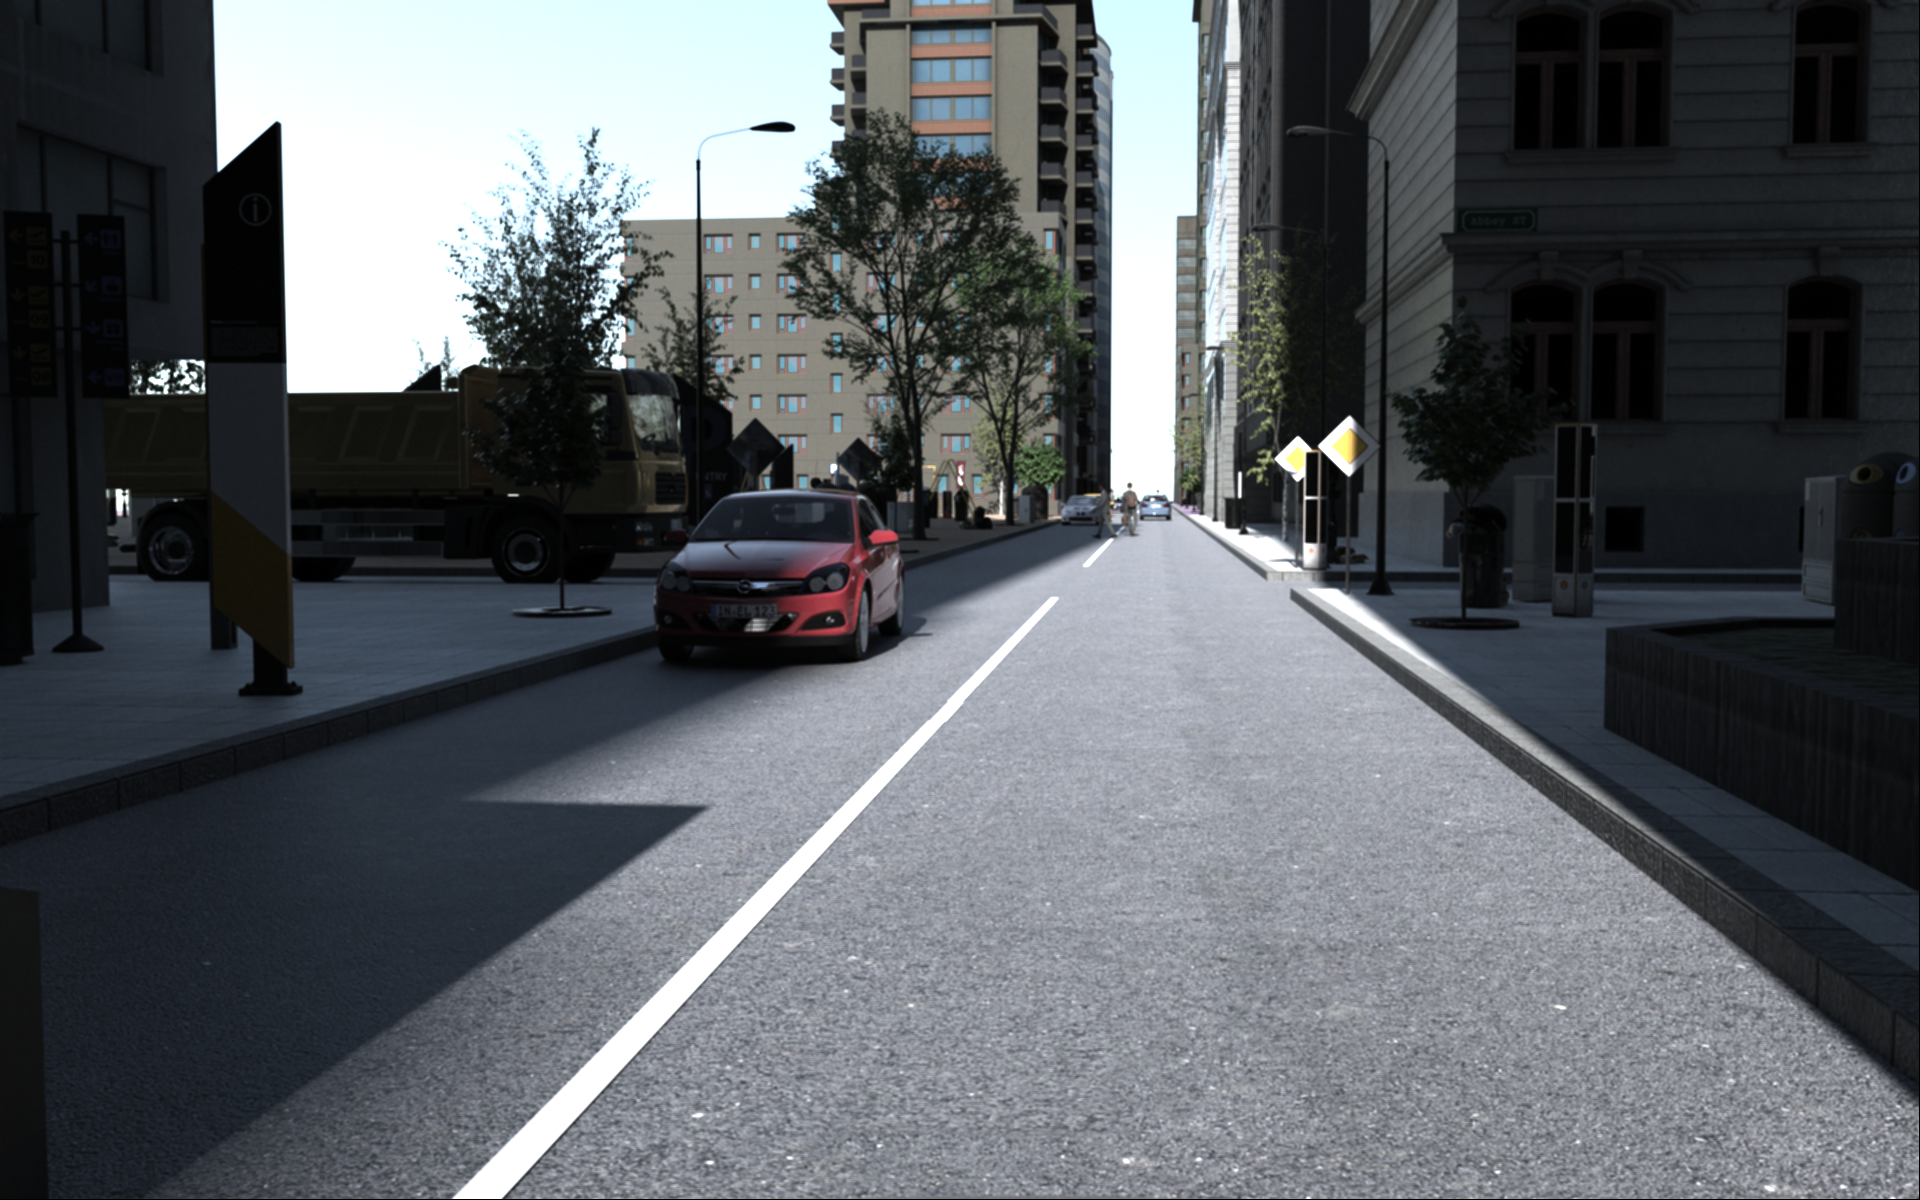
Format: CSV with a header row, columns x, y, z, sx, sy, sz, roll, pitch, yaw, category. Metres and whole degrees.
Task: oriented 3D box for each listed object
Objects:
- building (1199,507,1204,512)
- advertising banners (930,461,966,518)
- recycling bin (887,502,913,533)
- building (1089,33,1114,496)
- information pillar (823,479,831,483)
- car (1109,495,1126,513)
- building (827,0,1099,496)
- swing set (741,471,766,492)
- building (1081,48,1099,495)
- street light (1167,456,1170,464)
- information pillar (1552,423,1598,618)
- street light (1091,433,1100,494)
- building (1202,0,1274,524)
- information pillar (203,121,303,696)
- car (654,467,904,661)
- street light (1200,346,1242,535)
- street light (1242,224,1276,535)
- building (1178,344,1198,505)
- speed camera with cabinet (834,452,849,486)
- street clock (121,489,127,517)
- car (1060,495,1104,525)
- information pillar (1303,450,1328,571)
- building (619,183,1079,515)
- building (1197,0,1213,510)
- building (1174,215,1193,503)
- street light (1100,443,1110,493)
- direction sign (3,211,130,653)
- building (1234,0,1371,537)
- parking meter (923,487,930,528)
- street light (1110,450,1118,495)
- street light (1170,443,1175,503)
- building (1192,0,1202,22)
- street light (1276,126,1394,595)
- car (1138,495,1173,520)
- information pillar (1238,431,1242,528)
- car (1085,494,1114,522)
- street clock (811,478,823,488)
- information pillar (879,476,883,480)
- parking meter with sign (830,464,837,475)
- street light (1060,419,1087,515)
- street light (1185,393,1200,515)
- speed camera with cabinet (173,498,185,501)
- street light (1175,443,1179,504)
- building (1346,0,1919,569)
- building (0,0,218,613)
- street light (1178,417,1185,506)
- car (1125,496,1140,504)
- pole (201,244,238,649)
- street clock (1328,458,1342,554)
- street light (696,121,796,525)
x,y,z,sx,sy,sz,roll,pitch,yaw,category
28.190,-42.078,126.222,20.563,71.187,20.611,0,4,6,building
-0.695,-5.852,91.875,2.074,3.025,0.090,1,4,12,advertising banners
-1.947,-2.711,56.874,0.722,1.027,0.722,1,4,14,recycling bin
8.227,-41.324,217.639,21.231,58.520,28.212,0,4,6,building
-6.421,-4.841,83.637,0.304,2.012,0.304,1,4,17,information pillar
11.798,-7.374,133.142,1.945,1.354,3.894,0,4,8,car
0.661,-30.332,150.547,22.147,44.769,28.867,0,4,6,building
-13.940,-6.615,105.783,3.119,2.851,2.862,-2,4,-31,swing set
6.014,-31.906,171.777,14.600,45.320,14.200,0,4,6,building
22.600,-12.732,180.710,1.470,5.913,1.316,0,4,6,street light
6.418,-0.832,18.092,0.304,2.012,0.304,-2,4,-33,information pillar
9.703,-9.734,131.684,1.470,5.913,1.316,0,4,6,street light
18.491,-19.036,88.738,11.434,29.767,29.804,0,4,6,building
-4.500,-1.201,10.991,0.504,3.616,0.183,0,4,-2,information pillar
-1.591,-0.441,16.247,2.155,1.783,4.494,0,4,5,car
8.410,-5.011,54.467,1.470,5.913,1.316,0,4,6,street light
5.709,-3.506,29.866,1.470,5.913,1.316,0,4,6,street light
40.935,-22.465,212.340,27.650,21.520,28.899,0,4,6,building
-5.373,-5.319,81.298,0.660,3.252,2.038,-1,4,-19,speed camera with cabinet
-46.185,-5.575,95.720,0.471,2.002,0.358,-3,5,-41,street clock
5.769,-4.203,81.088,2.083,1.381,4.827,0,4,7,car
5.966,-1.502,29.053,0.304,2.012,0.304,3,4,39,information pillar
-6.080,-16.952,122.208,27.650,21.520,28.899,0,4,6,building
26.991,-28.202,144.695,14.154,41.232,14.086,0,4,6,building
38.739,-34.943,254.916,14.154,41.232,14.086,0,4,6,building
12.506,-11.237,156.273,1.470,5.913,1.316,0,4,6,street light
-7.218,-1.350,14.069,0.876,3.537,0.379,-1,4,-18,direction sign
17.588,-16.414,61.871,14.314,27.812,24.014,0,4,6,building
-1.328,-3.504,65.709,0.372,1.533,0.369,0,3,0,parking meter
16.214,-13.263,189.392,1.470,5.913,1.316,0,4,6,street light
19.933,-11.227,156.106,1.470,5.913,1.316,0,4,6,street light
36.558,-35.163,164.152,28.713,52.752,27.495,0,4,6,building
4.828,-3.025,21.996,1.470,5.913,1.316,0,4,6,street light
10.793,-5.125,95.791,2.014,1.417,4.499,0,4,6,car
10.492,-4.505,65.008,0.183,3.616,0.504,0,4,4,information pillar
6.996,-4.879,89.994,2.015,1.641,3.980,0,4,5,car
-6.435,-4.454,77.390,0.358,2.002,0.471,3,4,38,street clock
-2.869,-3.753,65.850,0.304,2.012,0.304,-3,4,-36,information pillar
-6.959,-6.426,101.326,0.543,3.016,1.738,1,4,23,parking meter with sign
6.908,-8.207,106.725,1.470,5.913,1.316,0,4,6,street light
11.271,-6.575,80.038,1.470,5.913,1.316,0,4,6,street light
-29.863,-4.463,67.302,2.038,3.252,0.660,1,4,21,speed camera with cabinet
17.180,-9.688,130.944,1.470,5.913,1.316,0,4,6,street light
20.204,-15.107,34.394,23.554,28.519,14.401,0,4,6,building
-16.100,-20.345,16.239,14.086,41.232,14.154,0,4,6,building
14.308,-8.168,106.085,1.470,5.913,1.316,0,4,6,street light
24.294,-14.173,244.090,2.083,1.381,4.827,0,4,8,car
-6.109,-1.250,14.284,0.158,3.312,0.155,0,3,0,pole
7.373,-1.817,34.284,0.358,2.002,0.471,1,4,10,street clock
-2.746,-3.013,21.811,1.470,5.913,1.316,0,4,6,street light
